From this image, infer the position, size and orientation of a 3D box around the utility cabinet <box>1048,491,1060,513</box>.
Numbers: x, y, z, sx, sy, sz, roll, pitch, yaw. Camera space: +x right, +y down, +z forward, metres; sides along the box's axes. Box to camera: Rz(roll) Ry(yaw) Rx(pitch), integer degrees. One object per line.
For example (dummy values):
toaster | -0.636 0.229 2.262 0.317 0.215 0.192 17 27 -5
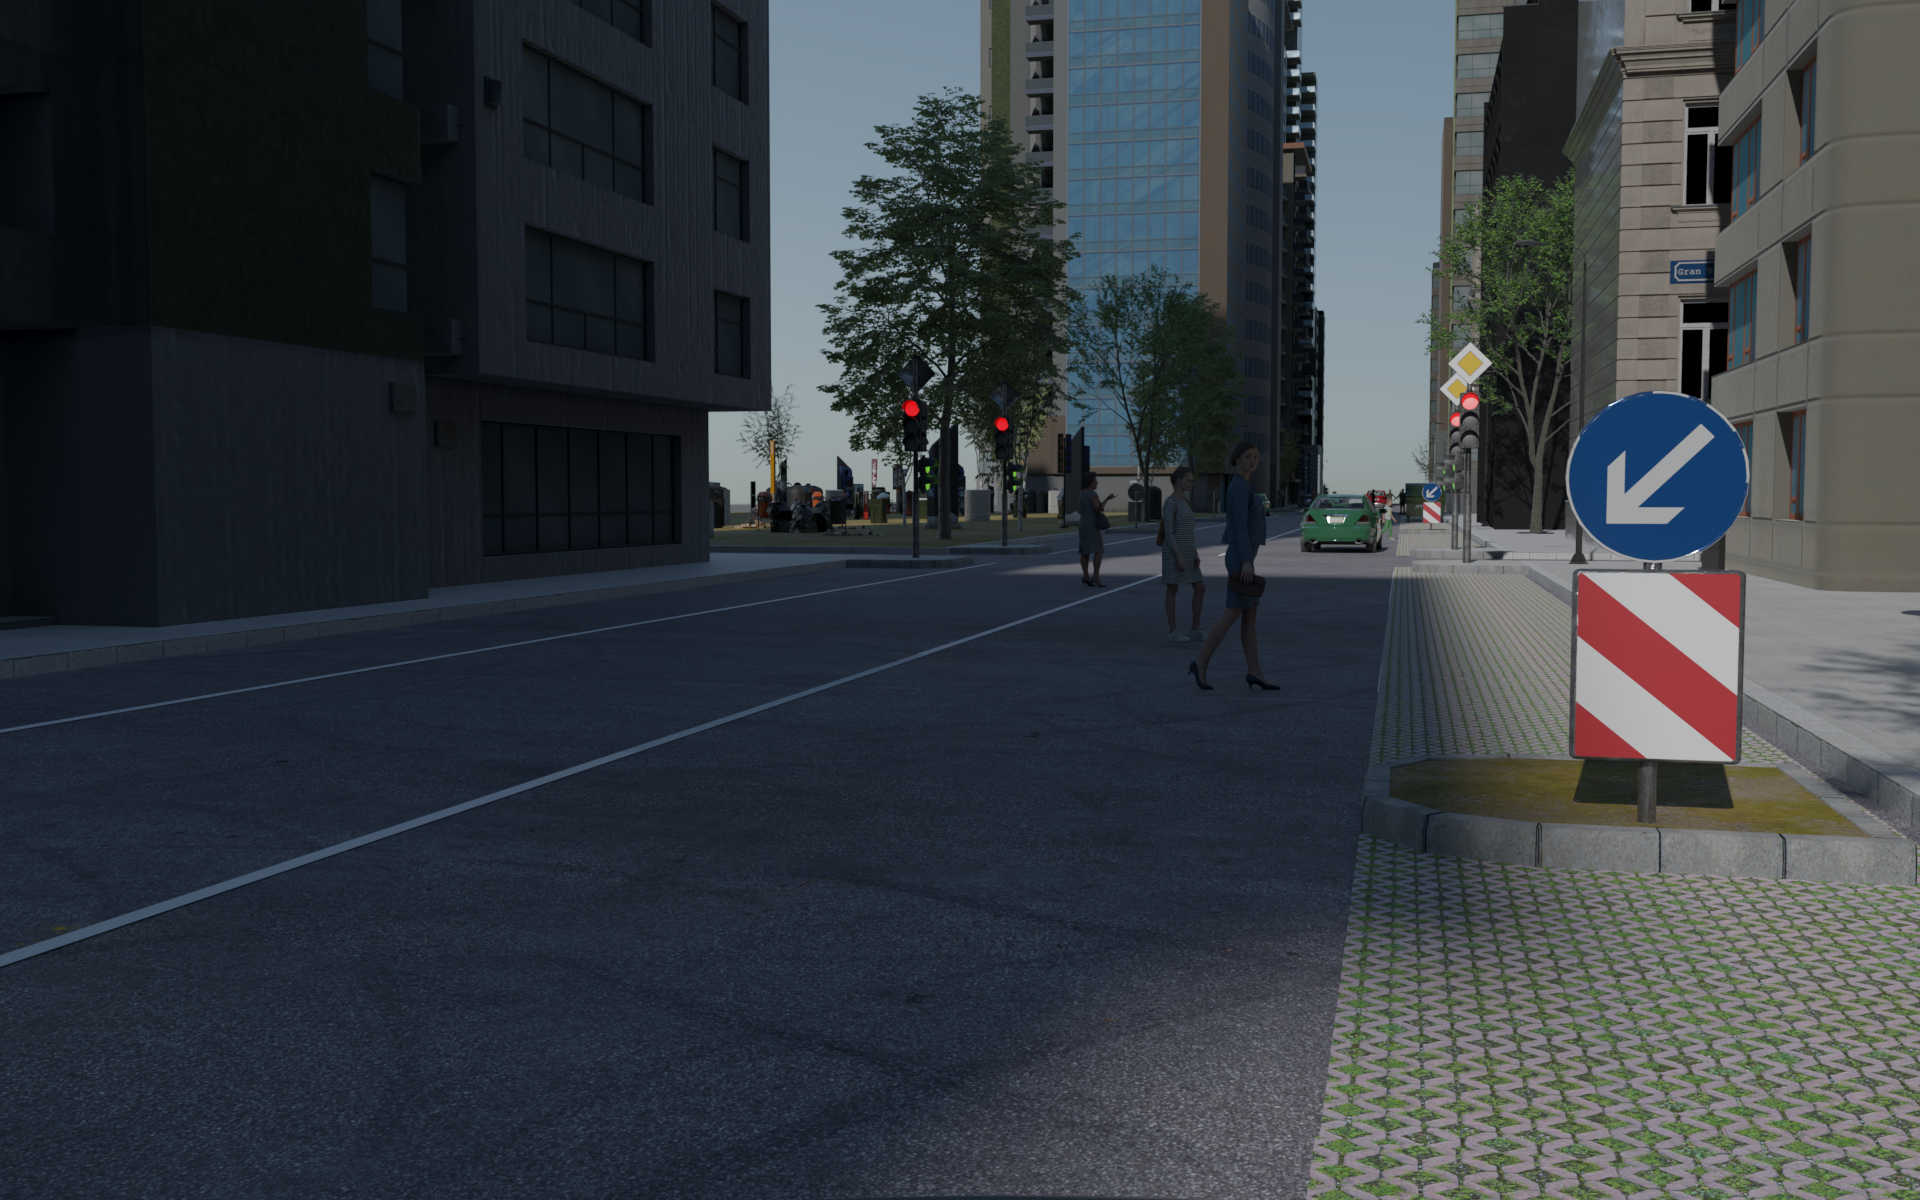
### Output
utility cabinet | 6.376 -6.422 113.679 1.173 1.500 0.318 -2 4 -29

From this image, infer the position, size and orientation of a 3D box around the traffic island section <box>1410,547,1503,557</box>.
traffic island section | 11.433 -1.082 39.967 2.009 0.180 2.903 1 4 14

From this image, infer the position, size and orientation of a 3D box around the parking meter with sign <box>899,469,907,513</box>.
parking meter with sign | -4.088 -7.553 119.747 0.543 3.016 1.738 -1 4 -12

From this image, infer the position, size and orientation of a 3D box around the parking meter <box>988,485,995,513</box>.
parking meter | 2.080 -6.724 115.653 0.399 1.863 0.255 -2 4 -24

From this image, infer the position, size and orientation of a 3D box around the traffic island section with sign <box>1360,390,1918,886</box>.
traffic island section with sign | 2.763 0.072 7.445 1.989 1.847 2.006 1 4 14

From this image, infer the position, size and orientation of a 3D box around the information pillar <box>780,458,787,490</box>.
information pillar | -11.402 -7.392 112.217 0.504 3.616 0.183 -3 4 -38

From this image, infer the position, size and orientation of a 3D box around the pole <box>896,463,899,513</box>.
pole | -4.126 -7.376 114.434 0.158 3.312 0.155 0 3 0

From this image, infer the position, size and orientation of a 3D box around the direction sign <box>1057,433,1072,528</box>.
direction sign | 3.921 -4.467 65.035 0.379 3.537 0.876 3 4 38

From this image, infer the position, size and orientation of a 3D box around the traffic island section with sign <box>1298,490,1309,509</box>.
traffic island section with sign | 32.666 -9.605 165.662 1.989 1.847 2.006 1 4 14

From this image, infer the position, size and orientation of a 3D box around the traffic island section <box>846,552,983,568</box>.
traffic island section | -0.908 -0.771 34.884 2.009 0.180 2.903 1 4 14

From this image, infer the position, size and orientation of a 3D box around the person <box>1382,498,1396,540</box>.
person | 13.262 -2.514 53.845 0.590 1.304 0.306 2 4 27

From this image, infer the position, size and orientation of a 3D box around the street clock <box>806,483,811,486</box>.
street clock | -10.227 -6.864 116.802 0.358 2.002 0.471 1 4 17

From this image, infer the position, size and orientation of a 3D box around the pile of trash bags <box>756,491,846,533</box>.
pile of trash bags | -5.796 -2.995 58.722 1.912 1.369 3.447 -3 5 -44

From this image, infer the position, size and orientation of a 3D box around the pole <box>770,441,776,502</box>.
pole | -7.160 -4.436 66.364 0.158 3.312 0.155 0 3 0

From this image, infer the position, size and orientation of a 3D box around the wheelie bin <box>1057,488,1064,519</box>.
wheelie bin | 5.394 -4.971 89.179 0.693 1.594 0.980 -1 4 -22

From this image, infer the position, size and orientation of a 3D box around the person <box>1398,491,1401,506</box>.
person | 53.137 -12.250 208.796 0.705 1.822 1.348 -1 4 -17

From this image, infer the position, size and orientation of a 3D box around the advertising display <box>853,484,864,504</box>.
advertising display | -6.302 -6.245 107.312 0.123 1.923 0.974 2 4 35

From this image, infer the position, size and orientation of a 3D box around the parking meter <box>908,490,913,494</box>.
parking meter | -2.933 -5.794 103.149 0.372 1.533 0.369 0 3 0

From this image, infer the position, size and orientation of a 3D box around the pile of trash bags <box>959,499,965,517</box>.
pile of trash bags | 0.024 -5.898 106.176 1.912 1.369 3.447 -2 4 -24

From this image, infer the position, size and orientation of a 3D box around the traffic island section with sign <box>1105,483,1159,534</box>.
traffic island section with sign | 6.468 -3.361 63.587 1.989 1.847 2.006 1 4 14

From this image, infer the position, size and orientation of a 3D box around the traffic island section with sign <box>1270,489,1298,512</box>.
traffic island section with sign | 25.877 -7.988 139.229 1.989 1.847 2.006 1 4 14

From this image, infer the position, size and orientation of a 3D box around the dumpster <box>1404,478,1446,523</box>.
dumpster | 23.062 -4.951 85.894 1.985 2.255 1.502 1 4 15

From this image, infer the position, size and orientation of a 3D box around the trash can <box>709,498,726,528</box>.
trash can | -9.149 -3.268 65.078 0.748 1.137 0.748 0 3 0

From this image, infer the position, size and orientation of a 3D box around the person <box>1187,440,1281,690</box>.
person | 2.020 -0.254 12.681 0.654 1.822 0.581 2 4 23

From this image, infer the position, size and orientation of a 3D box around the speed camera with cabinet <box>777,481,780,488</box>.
speed camera with cabinet | -11.751 -7.618 118.891 2.038 3.252 0.660 -3 5 -39

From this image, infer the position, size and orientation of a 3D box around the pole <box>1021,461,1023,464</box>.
pole | 3.823 -6.849 105.824 0.158 3.312 0.155 0 3 0

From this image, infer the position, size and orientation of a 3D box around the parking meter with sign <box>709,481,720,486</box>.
parking meter with sign | -14.890 -6.660 105.151 0.543 3.016 1.738 2 4 35

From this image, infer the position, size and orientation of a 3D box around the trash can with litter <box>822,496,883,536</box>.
trash can with litter | -3.374 -2.606 53.667 2.233 1.210 1.678 -1 4 -22

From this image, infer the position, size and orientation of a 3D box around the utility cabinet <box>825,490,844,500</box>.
utility cabinet | -6.469 -4.949 89.597 0.318 1.500 1.173 2 4 34

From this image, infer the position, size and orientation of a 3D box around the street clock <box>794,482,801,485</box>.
street clock | -9.883 -6.167 105.396 0.471 2.002 0.358 0 4 2

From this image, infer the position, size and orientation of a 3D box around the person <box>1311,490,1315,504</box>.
person | 31.656 -8.912 154.741 0.617 1.759 0.750 -2 4 -31

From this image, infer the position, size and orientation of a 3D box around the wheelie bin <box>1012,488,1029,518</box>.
wheelie bin | 3.251 -5.150 92.107 0.693 1.594 0.980 3 5 39

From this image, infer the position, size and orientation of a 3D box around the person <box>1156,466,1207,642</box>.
person | 2.142 -0.448 16.831 0.522 1.701 0.512 2 4 34

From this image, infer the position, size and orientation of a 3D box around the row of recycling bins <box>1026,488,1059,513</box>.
row of recycling bins | 6.047 -6.735 117.224 3.534 1.692 1.069 2 4 26

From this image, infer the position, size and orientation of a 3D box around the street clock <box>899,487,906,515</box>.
street clock | -3.622 -6.332 108.094 0.471 2.002 0.358 0 4 3

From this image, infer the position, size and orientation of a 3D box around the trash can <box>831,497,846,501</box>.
trash can | -5.947 -4.469 84.714 0.748 1.137 0.748 0 3 0

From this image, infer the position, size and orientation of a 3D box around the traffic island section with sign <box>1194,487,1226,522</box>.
traffic island section with sign | 13.259 -4.979 90.040 1.989 1.847 2.006 1 4 14

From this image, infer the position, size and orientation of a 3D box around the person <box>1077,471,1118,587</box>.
person | 2.138 -1.096 26.785 0.532 1.782 0.716 -2 4 -24

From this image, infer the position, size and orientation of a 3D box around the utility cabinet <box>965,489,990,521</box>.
utility cabinet | 0.824 -4.470 81.769 1.173 1.500 0.318 0 4 7

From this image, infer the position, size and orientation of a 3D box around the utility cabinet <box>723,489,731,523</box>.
utility cabinet | -10.705 -4.149 76.515 1.173 1.500 0.318 2 4 28

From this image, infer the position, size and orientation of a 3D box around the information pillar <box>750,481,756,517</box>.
information pillar | -11.832 -5.783 99.047 0.304 2.012 0.304 -1 4 -11

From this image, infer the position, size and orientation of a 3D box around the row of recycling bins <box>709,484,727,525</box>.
row of recycling bins | -10.661 -3.882 70.587 1.069 1.692 3.534 1 4 22

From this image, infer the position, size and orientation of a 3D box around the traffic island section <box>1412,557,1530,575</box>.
traffic island section | 9.448 -0.609 32.231 2.009 0.180 2.903 1 4 14

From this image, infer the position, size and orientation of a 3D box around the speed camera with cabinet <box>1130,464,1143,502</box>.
speed camera with cabinet | 12.072 -7.317 113.969 2.038 3.252 0.660 -3 5 -42

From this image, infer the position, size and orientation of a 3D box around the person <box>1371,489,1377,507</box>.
person | 32.049 -7.684 134.138 0.705 1.822 1.348 2 4 30

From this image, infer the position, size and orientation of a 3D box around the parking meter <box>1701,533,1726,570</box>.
parking meter | 11.841 -1.313 27.180 0.255 1.863 0.399 3 5 42

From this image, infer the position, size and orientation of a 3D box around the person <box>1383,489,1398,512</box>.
person | 34.427 -7.948 138.590 1.348 1.807 0.705 3 5 42

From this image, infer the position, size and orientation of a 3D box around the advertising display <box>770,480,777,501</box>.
advertising display | -8.663 -4.612 80.612 0.123 1.923 0.974 0 4 5

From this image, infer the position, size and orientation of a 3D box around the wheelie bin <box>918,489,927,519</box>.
wheelie bin | -1.937 -4.988 89.458 0.980 1.594 0.693 0 4 1

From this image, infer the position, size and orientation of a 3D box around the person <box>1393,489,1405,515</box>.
person | 30.431 -6.758 119.126 1.348 1.807 0.705 -1 4 -11

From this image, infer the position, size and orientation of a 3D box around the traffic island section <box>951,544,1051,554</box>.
traffic island section | 1.077 -1.244 42.619 2.009 0.180 2.903 1 4 14

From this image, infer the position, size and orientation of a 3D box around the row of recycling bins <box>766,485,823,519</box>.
row of recycling bins | -8.707 -5.168 91.607 3.534 1.692 1.069 -3 5 -42

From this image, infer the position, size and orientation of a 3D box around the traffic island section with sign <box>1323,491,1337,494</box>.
traffic island section with sign | 46.269 -12.846 218.660 1.989 1.847 2.006 1 4 14

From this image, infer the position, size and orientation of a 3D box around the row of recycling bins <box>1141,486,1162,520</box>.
row of recycling bins | 9.731 -4.967 88.320 1.069 1.692 3.534 0 4 4

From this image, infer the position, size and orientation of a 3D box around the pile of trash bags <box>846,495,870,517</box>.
pile of trash bags | -6.045 -5.431 98.549 1.912 1.369 3.447 -2 4 -33
